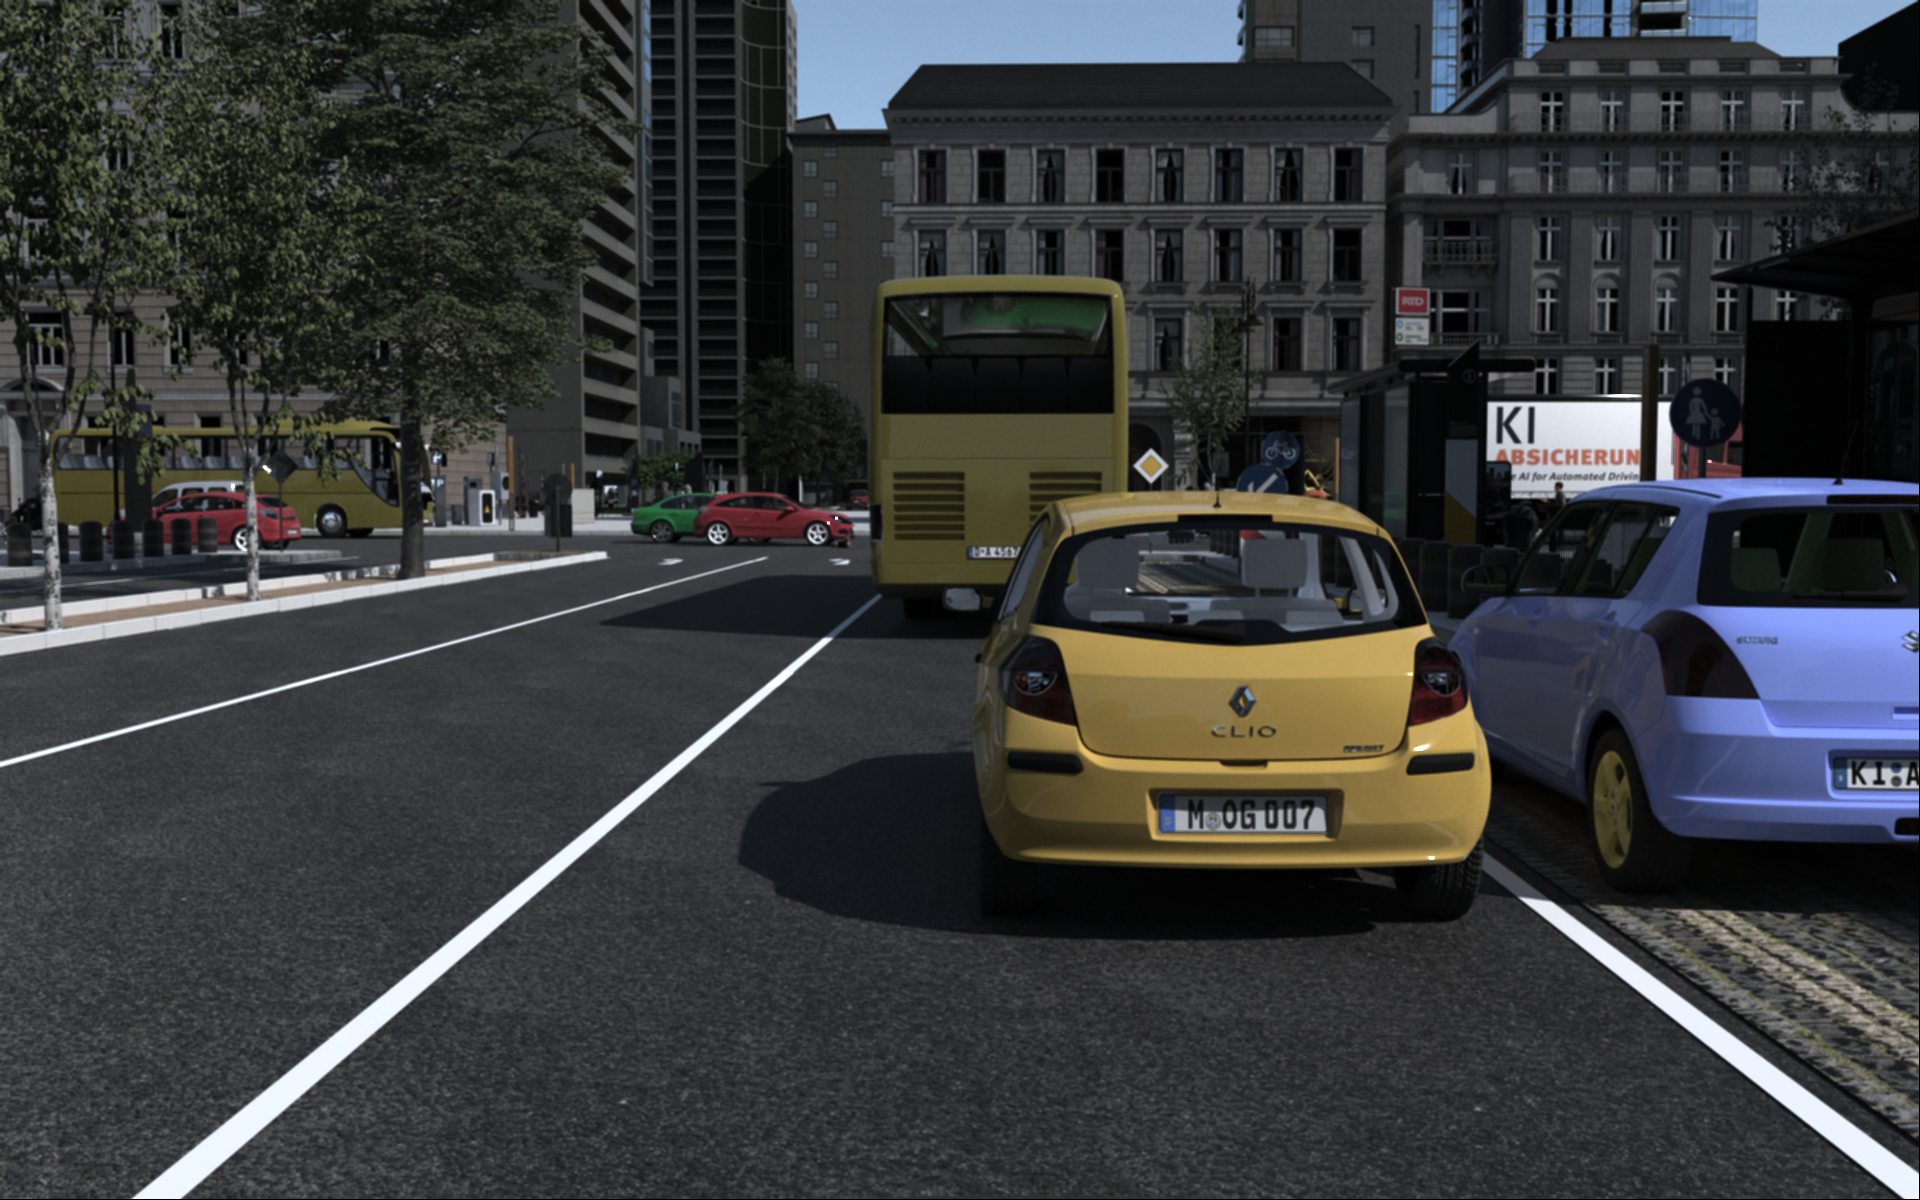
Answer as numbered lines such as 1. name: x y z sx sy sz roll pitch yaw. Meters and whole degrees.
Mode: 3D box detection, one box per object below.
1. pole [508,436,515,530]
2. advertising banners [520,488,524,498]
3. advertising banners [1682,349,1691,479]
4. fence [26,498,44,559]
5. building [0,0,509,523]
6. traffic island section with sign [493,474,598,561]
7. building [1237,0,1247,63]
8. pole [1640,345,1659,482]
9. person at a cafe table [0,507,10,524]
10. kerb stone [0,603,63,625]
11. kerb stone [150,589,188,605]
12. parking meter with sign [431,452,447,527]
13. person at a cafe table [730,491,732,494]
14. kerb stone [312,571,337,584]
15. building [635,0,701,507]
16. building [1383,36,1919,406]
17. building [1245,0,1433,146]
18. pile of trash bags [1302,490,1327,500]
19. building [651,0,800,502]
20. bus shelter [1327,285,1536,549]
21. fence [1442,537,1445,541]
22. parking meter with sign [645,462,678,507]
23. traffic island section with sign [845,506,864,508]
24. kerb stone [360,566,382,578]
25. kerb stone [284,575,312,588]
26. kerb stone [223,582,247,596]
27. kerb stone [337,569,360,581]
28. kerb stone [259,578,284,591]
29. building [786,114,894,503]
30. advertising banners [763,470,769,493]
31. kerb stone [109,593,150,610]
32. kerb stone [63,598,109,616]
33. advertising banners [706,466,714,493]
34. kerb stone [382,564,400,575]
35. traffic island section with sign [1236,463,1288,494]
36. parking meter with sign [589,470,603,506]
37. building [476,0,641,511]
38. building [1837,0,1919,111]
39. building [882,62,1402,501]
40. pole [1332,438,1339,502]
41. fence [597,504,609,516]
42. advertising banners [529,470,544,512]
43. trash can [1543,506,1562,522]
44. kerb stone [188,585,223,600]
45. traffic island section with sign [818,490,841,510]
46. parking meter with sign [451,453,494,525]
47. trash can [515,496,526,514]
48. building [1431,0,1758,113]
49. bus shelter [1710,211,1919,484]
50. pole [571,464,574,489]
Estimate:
1. pole: -15.805 -4.107 60.993 0.158 3.312 0.155 0 3 0
2. advertising banners: -30.282 -7.554 119.696 0.090 3.025 2.074 0 4 -7
3. advertising banners: 9.256 -1.572 21.889 0.090 3.025 2.074 2 4 30
4. fence: -18.813 -1.455 34.996 0.480 1.192 2.264 -2 4 -29
5. building: -33.089 -18.116 82.103 20.117 28.700 13.634 0 4 1
6. traffic island section with sign: -8.995 -1.831 38.067 2.006 1.907 1.989 0 4 1
7. building: 34.783 -52.071 164.027 22.319 86.520 31.000 0 4 1
8. pole: 9.475 -1.835 23.843 0.158 3.312 0.155 0 3 0
9. person at a cafe table: -40.778 -3.732 71.879 1.698 1.238 1.726 2 4 27
10. kerb stone: -10.495 0.166 19.568 0.120 0.150 1.000 0 4 1
11. kerb stone: -10.430 -0.028 22.662 0.120 0.150 1.000 0 4 1
12. parking meter with sign: -20.303 -4.360 67.545 0.543 3.016 1.738 -1 4 -18
13. person at a cafe table: -17.061 -7.358 128.814 1.698 1.524 1.622 0 4 0
14. kerb stone: -10.301 -0.336 27.800 0.120 0.150 1.000 0 4 1
15. building: -43.299 -52.505 171.123 31.000 86.520 22.319 0 4 1
16. building: 31.000 -14.639 81.143 24.055 21.916 13.314 0 4 1
17. building: 30.191 -28.099 143.006 14.154 41.232 14.086 0 4 1
18. pile of trash bags: 9.065 -1.692 37.410 3.447 1.369 1.912 0 4 6
19. building: -34.228 -49.305 244.393 20.611 71.187 20.563 0 4 1
20. bus shelter: 7.966 -3.270 31.100 2.179 5.291 8.768 0 4 2
21. fence: 6.555 -0.497 23.497 0.278 0.683 2.069 1 4 15
22. parking meter with sign: -16.308 -6.012 94.563 1.738 3.016 0.543 0 4 6
23. traffic island section with sign: -11.067 -10.641 182.615 1.989 1.847 2.006 0 4 1
24. kerb stone: -10.250 -0.468 29.853 0.120 0.150 1.000 0 4 1
25. kerb stone: -10.324 -0.280 26.775 0.120 0.150 1.000 0 4 1
26. kerb stone: -10.372 -0.154 24.719 0.120 0.150 1.000 0 4 1
27. kerb stone: -10.276 -0.405 28.824 0.120 0.150 1.000 0 4 1
28. kerb stone: -10.350 -0.217 25.750 0.120 0.150 1.000 0 4 1
29. building: -9.356 -40.303 248.194 27.495 52.752 28.713 0 4 1
30. advertising banners: -14.227 -8.004 127.059 0.090 3.025 2.074 0 4 5
31. kerb stone: -10.451 0.035 21.627 0.120 0.150 1.000 0 4 1
32. kerb stone: -10.470 0.098 20.603 0.120 0.150 1.000 0 4 1
33. advertising banners: -16.007 -6.987 110.428 0.090 3.025 2.074 -2 4 -25
34. kerb stone: -10.223 -0.530 30.877 0.120 0.150 1.000 0 4 1
35. traffic island section with sign: 3.807 -0.886 23.111 1.989 1.847 2.006 0 4 1
36. parking meter with sign: -26.786 -7.982 126.758 0.543 3.016 1.738 -3 5 -39
37. building: -38.858 -31.578 139.998 21.300 48.544 21.600 0 4 1
38. building: 50.911 -15.278 79.480 15.834 23.373 12.332 0 4 1
39. building: -1.445 -13.969 79.307 40.483 20.767 10.553 0 4 1
40. pole: 13.702 -4.241 63.179 0.158 3.312 0.155 0 3 0
41. fence: -21.789 -5.312 102.219 2.069 0.683 0.278 0 4 -5
42. advertising banners: -30.862 -7.959 126.322 2.074 3.025 0.090 3 5 44
43. trash can: 7.147 -0.516 20.089 0.748 1.137 0.748 0 3 0
44. kerb stone: -10.401 -0.082 23.694 0.120 0.150 1.000 0 4 1
45. traffic island section with sign: -11.712 -8.993 155.667 1.989 1.847 2.006 0 4 1
46. parking meter with sign: -20.555 -4.695 73.030 1.738 3.016 0.543 -3 4 -36
47. trash can: -28.884 -6.253 113.891 0.748 1.137 0.748 0 3 0
48. building: 62.366 -52.339 168.419 31.000 86.520 22.319 0 4 1
49. bus shelter: 8.845 -1.490 15.642 1.731 3.624 6.357 0 4 2
50. pole: -25.882 -7.456 115.747 0.158 3.312 0.155 0 3 0
